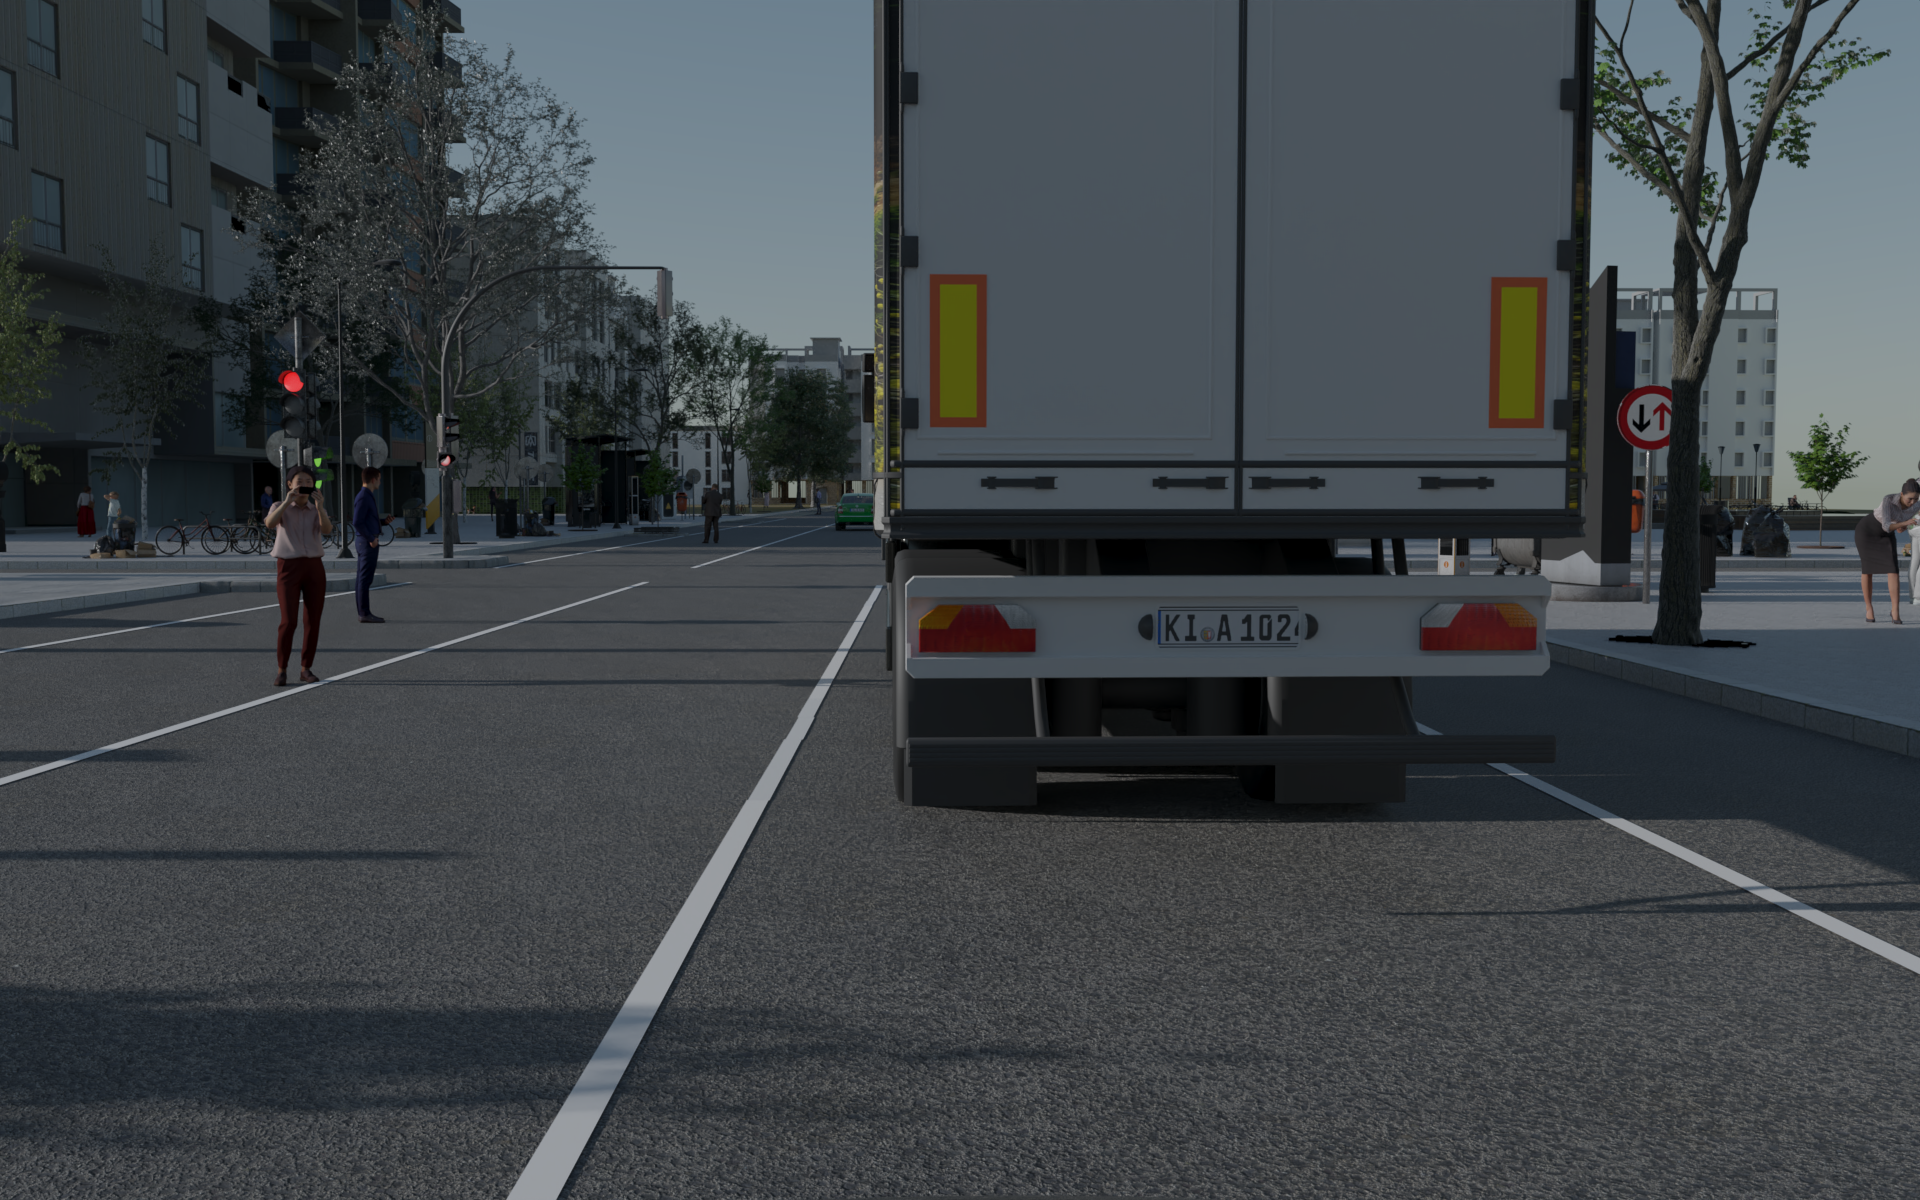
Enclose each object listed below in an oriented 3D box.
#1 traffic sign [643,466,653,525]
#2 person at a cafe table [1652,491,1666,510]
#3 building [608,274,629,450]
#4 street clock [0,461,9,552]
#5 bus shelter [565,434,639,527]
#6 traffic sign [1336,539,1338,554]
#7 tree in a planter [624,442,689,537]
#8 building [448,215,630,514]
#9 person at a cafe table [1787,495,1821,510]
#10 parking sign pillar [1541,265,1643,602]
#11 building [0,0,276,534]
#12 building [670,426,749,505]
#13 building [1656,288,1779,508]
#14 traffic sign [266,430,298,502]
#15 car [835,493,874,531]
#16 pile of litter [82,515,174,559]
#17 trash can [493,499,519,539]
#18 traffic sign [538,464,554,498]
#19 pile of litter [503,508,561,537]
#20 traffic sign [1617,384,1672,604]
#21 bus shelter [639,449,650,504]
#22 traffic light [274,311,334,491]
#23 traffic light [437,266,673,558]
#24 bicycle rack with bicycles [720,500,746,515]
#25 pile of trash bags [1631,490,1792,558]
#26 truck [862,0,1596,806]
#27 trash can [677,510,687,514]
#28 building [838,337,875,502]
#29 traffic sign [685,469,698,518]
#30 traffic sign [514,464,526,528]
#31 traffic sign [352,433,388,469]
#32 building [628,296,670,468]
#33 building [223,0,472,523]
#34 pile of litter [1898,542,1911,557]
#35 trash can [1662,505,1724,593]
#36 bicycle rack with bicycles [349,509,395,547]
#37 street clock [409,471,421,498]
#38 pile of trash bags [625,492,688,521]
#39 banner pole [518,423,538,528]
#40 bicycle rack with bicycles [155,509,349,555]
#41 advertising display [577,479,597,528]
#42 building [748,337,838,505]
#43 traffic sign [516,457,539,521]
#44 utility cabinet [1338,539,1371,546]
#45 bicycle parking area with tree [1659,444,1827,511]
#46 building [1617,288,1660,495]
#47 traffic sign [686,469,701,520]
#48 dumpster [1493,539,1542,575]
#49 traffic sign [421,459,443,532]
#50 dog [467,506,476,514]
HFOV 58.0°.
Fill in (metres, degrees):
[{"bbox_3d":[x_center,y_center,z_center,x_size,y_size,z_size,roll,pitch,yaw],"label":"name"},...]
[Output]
[{"bbox_3d":[-12.870,-4.422,72.399,0.768,2.556,0.104,0,4,4],"label":"traffic sign"},{"bbox_3d":[40.260,-5.646,100.819,1.698,1.524,1.622,2,4,33],"label":"person at a cafe table"},{"bbox_3d":[-36.463,-17.776,147.053,16.016,20.091,11.380,0,4,-1],"label":"building"},{"bbox_3d":[-21.165,-2.052,38.120,0.471,2.002,0.358,2,4,27],"label":"street clock"},{"bbox_3d":[-14.565,-4.838,70.378,1.731,3.624,6.357,0,4,-1],"label":"bus shelter"},{"bbox_3d":[8.025,-2.248,36.869,0.768,2.556,0.104,0,4,6],"label":"traffic sign"},{"bbox_3d":[-10.350,-3.794,59.251,1.991,3.239,1.994,0,4,-1],"label":"tree in a planter"},{"bbox_3d":[-35.397,-15.848,125.574,16.747,18.905,31.486,0,4,-1],"label":"building"},{"bbox_3d":[50.373,-5.683,103.772,1.698,1.238,1.726,-1,4,-16],"label":"person at a cafe table"},{"bbox_3d":[7.673,-2.000,21.171,1.447,3.967,1.447,-1,4,-13],"label":"parking sign pillar"},{"bbox_3d":[-41.682,-28.802,60.145,28.713,52.752,27.495,0,4,-1],"label":"building"},{"bbox_3d":[-39.874,-16.565,212.977,28.070,9.664,9.099,0,4,-1],"label":"building"},{"bbox_3d":[68.772,-18.910,165.593,11.380,20.091,16.016,0,4,-1],"label":"building"},{"bbox_3d":[-13.434,-2.098,34.409,0.768,2.556,0.104,0,4,7],"label":"traffic sign"},{"bbox_3d":[-4.006,-3.687,69.083,1.959,1.807,4.718,0,4,-1],"label":"car"},{"bbox_3d":[-16.768,-1.285,34.983,1.719,0.858,1.176,-2,4,-24],"label":"pile of litter"},{"bbox_3d":[-13.129,-2.354,50.149,0.748,1.137,0.748,0,3,0],"label":"trash can"},{"bbox_3d":[-17.591,-4.481,73.374,0.768,2.556,0.104,0,4,2],"label":"traffic sign"},{"bbox_3d":[-12.868,-2.366,52.652,1.176,0.858,1.719,-3,5,-42],"label":"pile of litter"},{"bbox_3d":[8.029,-1.228,20.187,0.768,2.556,0.104,1,4,8],"label":"traffic sign"},{"bbox_3d":[-17.399,-6.218,92.944,1.731,3.624,6.357,0,4,-1],"label":"bus shelter"},{"bbox_3d":[-10.092,-2.303,26.576,0.839,4.253,0.868,0,4,-1],"label":"traffic light"},{"bbox_3d":[-8.135,-3.667,34.629,4.771,5.953,1.251,0,4,-1],"label":"traffic light"},{"bbox_3d":[-14.878,-5.781,107.894,2.852,0.926,2.925,-2,4,-26],"label":"bicycle rack with bicycles"},{"bbox_3d":[15.530,-1.619,36.217,3.447,1.369,1.912,2,4,28],"label":"pile of trash bags"},{"bbox_3d":[0.705,-1.373,11.360,2.839,4.237,11.283,0,4,-2],"label":"truck"},{"bbox_3d":[-17.607,-6.001,109.763,0.748,1.137,0.748,0,3,0],"label":"trash can"},{"bbox_3d":[-8.677,-21.956,215.394,11.380,20.091,16.016,0,4,-1],"label":"building"},{"bbox_3d":[-14.215,-5.563,90.951,0.884,2.594,0.081,0,4,6],"label":"traffic sign"},{"bbox_3d":[-16.525,-4.009,65.658,0.768,2.556,0.104,0,4,4],"label":"traffic sign"},{"bbox_3d":[-12.345,-2.210,36.239,0.768,2.556,0.104,0,4,4],"label":"traffic sign"},{"bbox_3d":[-44.327,-18.119,162.697,31.486,18.905,16.747,0,4,-1],"label":"building"},{"bbox_3d":[-38.331,-26.541,88.576,22.147,44.769,28.867,0,4,-1],"label":"building"},{"bbox_3d":[20.006,-1.330,35.711,1.176,0.858,1.719,-3,4,-37],"label":"pile of litter"},{"bbox_3d":[9.578,-0.674,22.680,0.748,1.137,0.748,0,3,0],"label":"trash can"},{"bbox_3d":[-15.402,-1.714,41.413,2.925,0.926,2.852,0,4,7],"label":"bicycle rack with bicycles"},{"bbox_3d":[-17.108,-3.048,54.397,0.358,2.002,0.471,-2,4,-34],"label":"street clock"},{"bbox_3d":[-14.686,-4.455,82.591,3.447,1.369,1.912,-1,4,-8],"label":"pile of trash bags"},{"bbox_3d":[-15.388,-4.373,61.519,0.863,3.779,0.401,0,4,-5],"label":"banner pole"},{"bbox_3d":[-15.321,-1.462,37.286,2.925,0.926,2.852,1,4,10],"label":"bicycle rack with bicycles"},{"bbox_3d":[-13.998,-3.659,65.032,0.974,1.923,0.123,3,4,36],"label":"advertising display"},{"bbox_3d":[-20.194,-21.962,215.499,11.380,20.091,16.016,0,4,-1],"label":"building"},{"bbox_3d":[-14.685,-3.592,58.833,0.768,2.556,0.104,0,4,0],"label":"traffic sign"},{"bbox_3d":[9.504,-2.060,42.366,1.173,1.500,0.318,1,4,15],"label":"utility cabinet"},{"bbox_3d":[45.362,-6.996,101.393,9.016,4.147,8.231,1,4,16],"label":"bicycle parking area with tree"},{"bbox_3d":[57.392,-18.904,165.494,11.380,20.091,16.016,0,4,-1],"label":"building"},{"bbox_3d":[-13.302,-5.281,86.452,0.768,2.556,0.104,0,4,6],"label":"traffic sign"},{"bbox_3d":[8.326,-1.136,24.325,1.264,1.857,1.865,0,4,-1],"label":"dumpster"},{"bbox_3d":[-17.351,-3.481,57.027,0.768,2.556,0.104,0,4,2],"label":"traffic sign"},{"bbox_3d":[-30.792,-5.643,109.100,0.406,0.507,0.540,1,4,16],"label":"dog"}]
